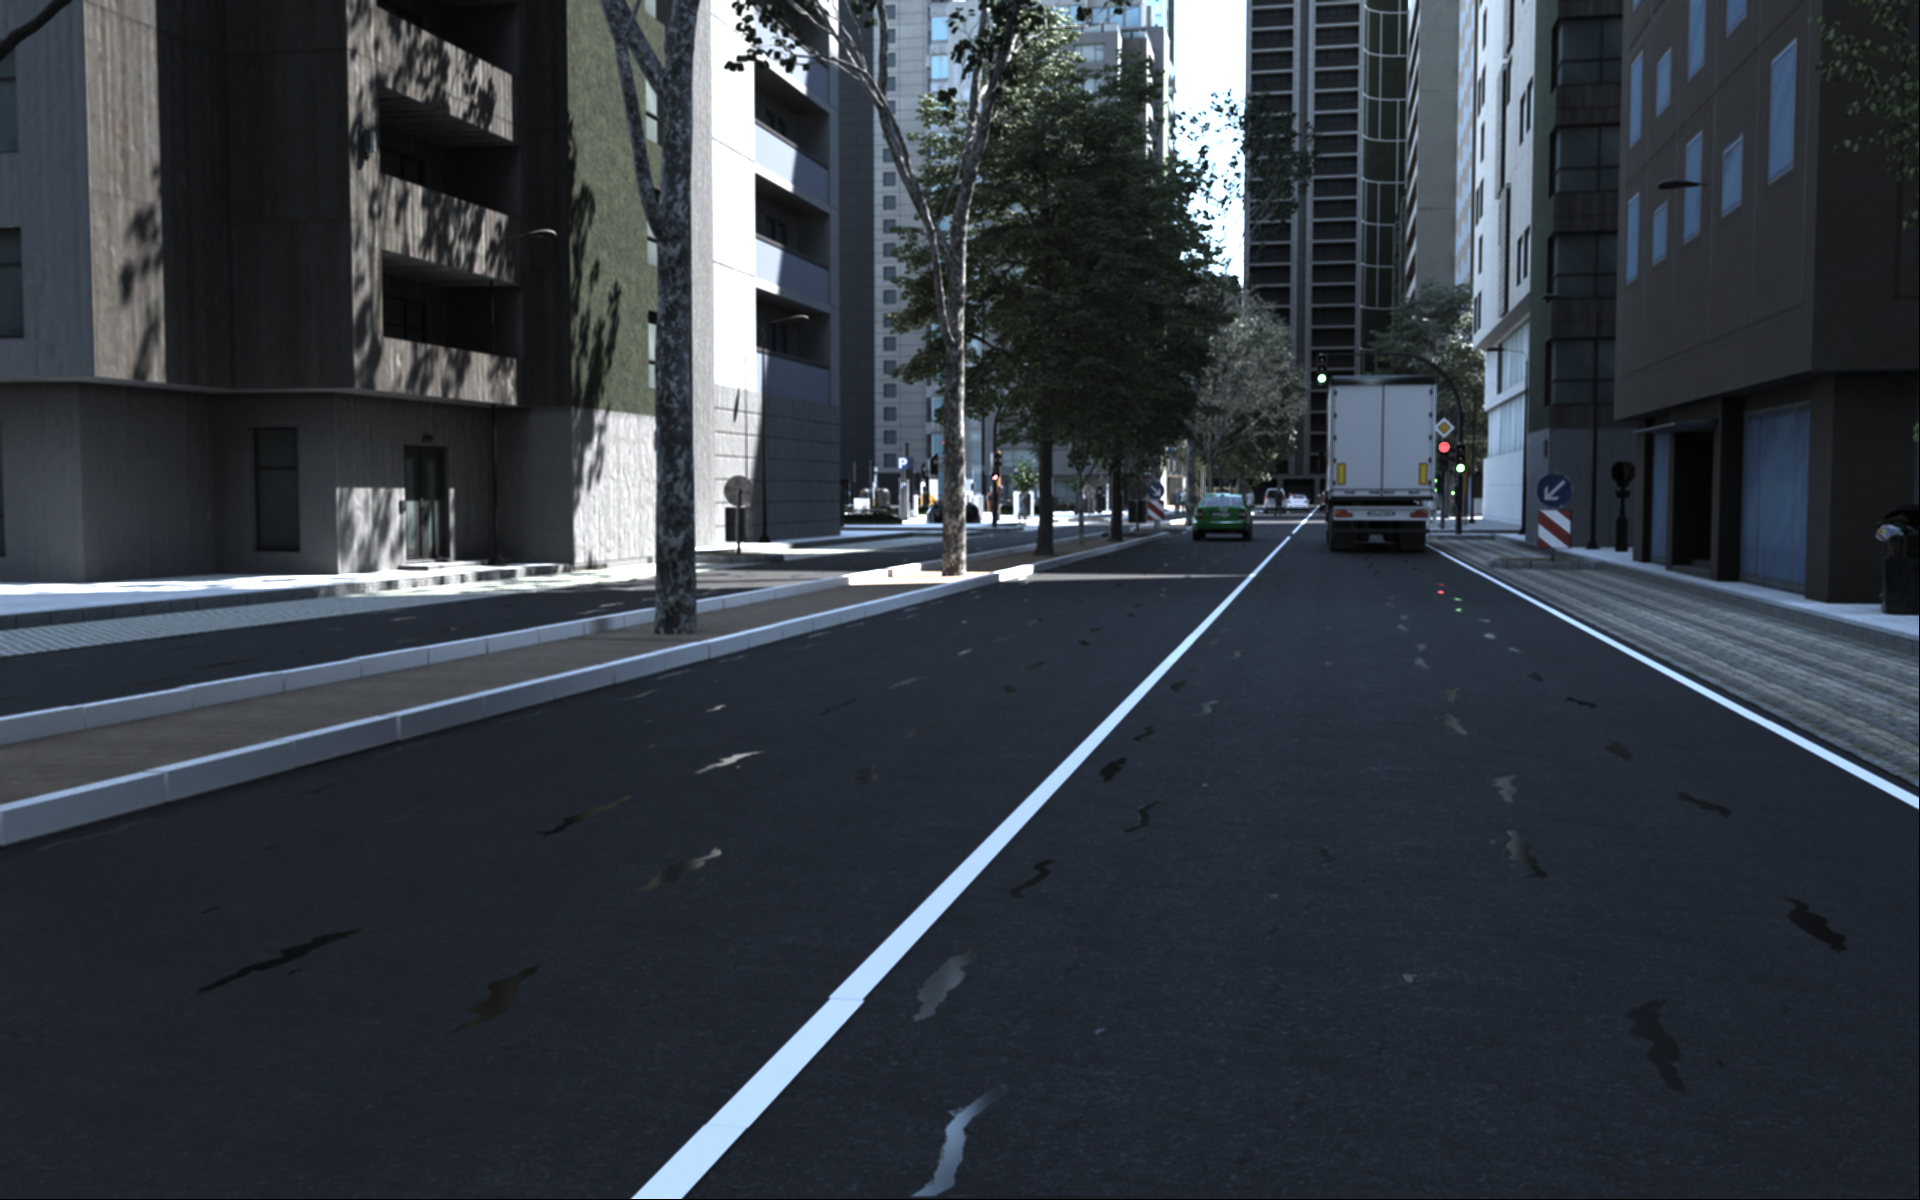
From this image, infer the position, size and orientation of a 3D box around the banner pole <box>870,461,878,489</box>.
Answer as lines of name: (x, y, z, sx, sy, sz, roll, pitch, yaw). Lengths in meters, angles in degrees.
banner pole: (-6.632, -8.729, 132.737, 0.863, 3.779, 0.401, 1, 4, 13)

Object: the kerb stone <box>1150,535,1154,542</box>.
kerb stone: (5.591, -1.801, 51.638, 0.120, 0.150, 1.000, 1, 4, 12)

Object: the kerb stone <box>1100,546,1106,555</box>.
kerb stone: (3.244, -1.127, 40.614, 0.120, 0.150, 1.000, 1, 4, 12)

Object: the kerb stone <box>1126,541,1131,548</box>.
kerb stone: (4.312, -1.430, 45.632, 0.120, 0.150, 1.000, 1, 4, 12)

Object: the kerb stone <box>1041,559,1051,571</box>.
kerb stone: (1.520, -0.635, 32.595, 0.120, 0.150, 1.000, 1, 4, 12)

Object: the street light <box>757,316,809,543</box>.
street light: (-4.620, -4.450, 45.306, 1.470, 5.913, 1.316, 1, 4, 12)

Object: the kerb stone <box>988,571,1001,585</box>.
kerb stone: (0.452, -0.329, 27.570, 0.120, 0.150, 1.000, 1, 4, 12)

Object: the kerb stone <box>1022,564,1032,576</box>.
kerb stone: (1.090, -0.512, 30.587, 0.120, 0.150, 1.000, 1, 4, 12)

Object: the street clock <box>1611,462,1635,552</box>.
street clock: (14.777, -2.083, 38.630, 0.358, 2.002, 0.471, -2, 4, -31)

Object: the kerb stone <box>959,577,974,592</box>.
kerb stone: (0.016, -0.205, 25.552, 0.120, 0.150, 1.000, 1, 4, 12)

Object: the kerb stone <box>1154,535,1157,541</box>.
kerb stone: (5.808, -1.858, 52.637, 0.120, 0.150, 1.000, 1, 4, 12)

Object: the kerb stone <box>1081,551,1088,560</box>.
kerb stone: (2.594, -0.943, 37.610, 0.120, 0.150, 1.000, 1, 4, 12)

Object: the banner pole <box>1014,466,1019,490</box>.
banner pole: (4.636, -8.988, 136.968, 0.863, 3.779, 0.401, 0, 4, -5)

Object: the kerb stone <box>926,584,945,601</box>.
kerb stone: (-0.411, -0.080, 23.549, 0.120, 0.150, 1.000, 1, 4, 12)

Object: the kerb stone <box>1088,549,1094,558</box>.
kerb stone: (2.806, -1.004, 38.612, 0.120, 0.150, 1.000, 1, 4, 12)

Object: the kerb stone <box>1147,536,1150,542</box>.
kerb stone: (5.379, -1.735, 50.639, 0.120, 0.150, 1.000, 1, 4, 12)

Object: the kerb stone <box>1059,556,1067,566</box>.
kerb stone: (1.955, -0.757, 34.595, 0.120, 0.150, 1.000, 1, 4, 12)

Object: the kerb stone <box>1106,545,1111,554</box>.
kerb stone: (3.457, -1.188, 41.625, 0.120, 0.150, 1.000, 1, 4, 12)

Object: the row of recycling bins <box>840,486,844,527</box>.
row of recycling bins: (-5.528, -3.797, 69.200, 1.069, 1.692, 3.534, -2, 4, -24)

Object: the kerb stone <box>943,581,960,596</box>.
kerb stone: (-0.202, -0.144, 24.553, 0.120, 0.150, 1.000, 1, 4, 12)

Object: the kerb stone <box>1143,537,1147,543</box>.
kerb stone: (5.164, -1.677, 49.636, 0.120, 0.150, 1.000, 1, 4, 12)

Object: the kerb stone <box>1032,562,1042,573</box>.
kerb stone: (1.304, -0.564, 31.590, 0.120, 0.150, 1.000, 1, 4, 12)

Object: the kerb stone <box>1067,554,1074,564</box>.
kerb stone: (2.163, -0.820, 35.599, 0.120, 0.150, 1.000, 1, 4, 12)

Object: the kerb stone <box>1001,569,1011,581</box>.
kerb stone: (0.655, -0.391, 28.584, 0.120, 0.150, 1.000, 1, 4, 12)

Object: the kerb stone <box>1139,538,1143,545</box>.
kerb stone: (4.958, -1.617, 48.635, 0.120, 0.150, 1.000, 1, 4, 12)

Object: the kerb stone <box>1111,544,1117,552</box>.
kerb stone: (3.671, -1.249, 42.624, 0.120, 0.150, 1.000, 1, 4, 12)

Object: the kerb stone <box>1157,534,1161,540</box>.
kerb stone: (6.023, -1.923, 53.636, 0.120, 0.150, 1.000, 1, 4, 12)

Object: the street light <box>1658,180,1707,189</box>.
street light: (11.016, -3.250, 25.674, 1.470, 5.913, 1.316, 1, 4, 12)

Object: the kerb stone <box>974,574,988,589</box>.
kerb stone: (0.229, -0.267, 26.564, 0.120, 0.150, 1.000, 1, 4, 12)

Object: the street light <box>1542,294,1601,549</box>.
street light: (14.213, -4.142, 40.271, 1.470, 5.913, 1.316, 1, 4, 12)

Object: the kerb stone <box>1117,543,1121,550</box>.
kerb stone: (3.881, -1.305, 43.625, 0.120, 0.150, 1.000, 1, 4, 12)

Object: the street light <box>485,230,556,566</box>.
street light: (-7.777, -3.557, 30.701, 1.470, 5.913, 1.316, 1, 4, 12)

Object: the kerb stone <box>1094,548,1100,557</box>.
kerb stone: (3.025, -1.064, 39.611, 0.120, 0.150, 1.000, 1, 4, 12)

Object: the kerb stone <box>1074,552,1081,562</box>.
kerb stone: (2.375, -0.880, 36.603, 0.120, 0.150, 1.000, 1, 4, 12)

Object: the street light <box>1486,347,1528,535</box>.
street light: (17.348, -5.036, 54.880, 1.470, 5.913, 1.316, 1, 4, 12)

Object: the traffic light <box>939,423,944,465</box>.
traffic light: (-0.322, -4.272, 58.769, 0.839, 4.253, 0.868, 1, 4, 12)

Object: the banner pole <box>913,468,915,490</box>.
banner pole: (-4.118, -9.411, 143.881, 0.863, 3.779, 0.401, 1, 4, 14)

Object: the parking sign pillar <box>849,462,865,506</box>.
parking sign pillar: (-8.594, -9.561, 144.786, 1.447, 3.967, 1.447, -1, 4, -13)

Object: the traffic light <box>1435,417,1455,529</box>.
traffic light: (17.597, -4.539, 63.133, 0.839, 4.253, 0.868, 1, 4, 12)

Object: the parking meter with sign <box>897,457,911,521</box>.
parking meter with sign: (-2.658, -5.311, 83.098, 0.543, 3.016, 1.738, 0, 4, 4)

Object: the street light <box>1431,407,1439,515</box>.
street light: (25.151, -7.258, 91.207, 1.470, 5.913, 1.316, 1, 4, 12)

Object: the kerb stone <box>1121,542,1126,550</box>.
kerb stone: (4.094, -1.369, 44.630, 0.120, 0.150, 1.000, 1, 4, 12)

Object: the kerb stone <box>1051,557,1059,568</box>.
kerb stone: (1.736, -0.696, 33.595, 0.120, 0.150, 1.000, 1, 4, 12)

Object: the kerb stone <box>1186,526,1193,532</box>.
kerb stone: (8.923, -2.753, 67.209, 0.120, 0.150, 1.000, 1, 4, 12)

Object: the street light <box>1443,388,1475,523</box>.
street light: (21.998, -6.337, 76.154, 1.470, 5.913, 1.316, 1, 4, 12)

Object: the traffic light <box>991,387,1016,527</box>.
traffic light: (3.412, -5.597, 66.175, 4.771, 5.953, 1.251, 1, 4, 12)

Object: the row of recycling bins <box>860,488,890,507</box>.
row of recycling bins: (-6.004, -7.053, 122.433, 1.069, 1.692, 3.534, -2, 4, -31)

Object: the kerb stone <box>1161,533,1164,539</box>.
kerb stone: (6.234, -1.984, 54.641, 0.120, 0.150, 1.000, 1, 4, 12)

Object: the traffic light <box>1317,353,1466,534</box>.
traffic light: (13.863, -4.951, 55.620, 4.771, 5.953, 1.251, 1, 4, 12)

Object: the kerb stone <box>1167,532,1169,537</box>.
kerb stone: (6.660, -2.107, 56.643, 0.120, 0.150, 1.000, 1, 4, 12)

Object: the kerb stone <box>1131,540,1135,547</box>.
kerb stone: (4.525, -1.494, 46.637, 0.120, 0.150, 1.000, 1, 4, 12)

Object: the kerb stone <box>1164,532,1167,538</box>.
kerb stone: (6.449, -2.046, 55.643, 0.120, 0.150, 1.000, 1, 4, 12)

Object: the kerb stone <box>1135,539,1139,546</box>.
kerb stone: (4.740, -1.556, 47.636, 0.120, 0.150, 1.000, 1, 4, 12)

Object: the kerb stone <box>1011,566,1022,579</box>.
kerb stone: (0.871, -0.447, 29.583, 0.120, 0.150, 1.000, 1, 4, 12)

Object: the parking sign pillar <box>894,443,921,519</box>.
parking sign pillar: (-2.800, -6.298, 91.441, 1.447, 3.967, 1.447, -1, 4, -14)
